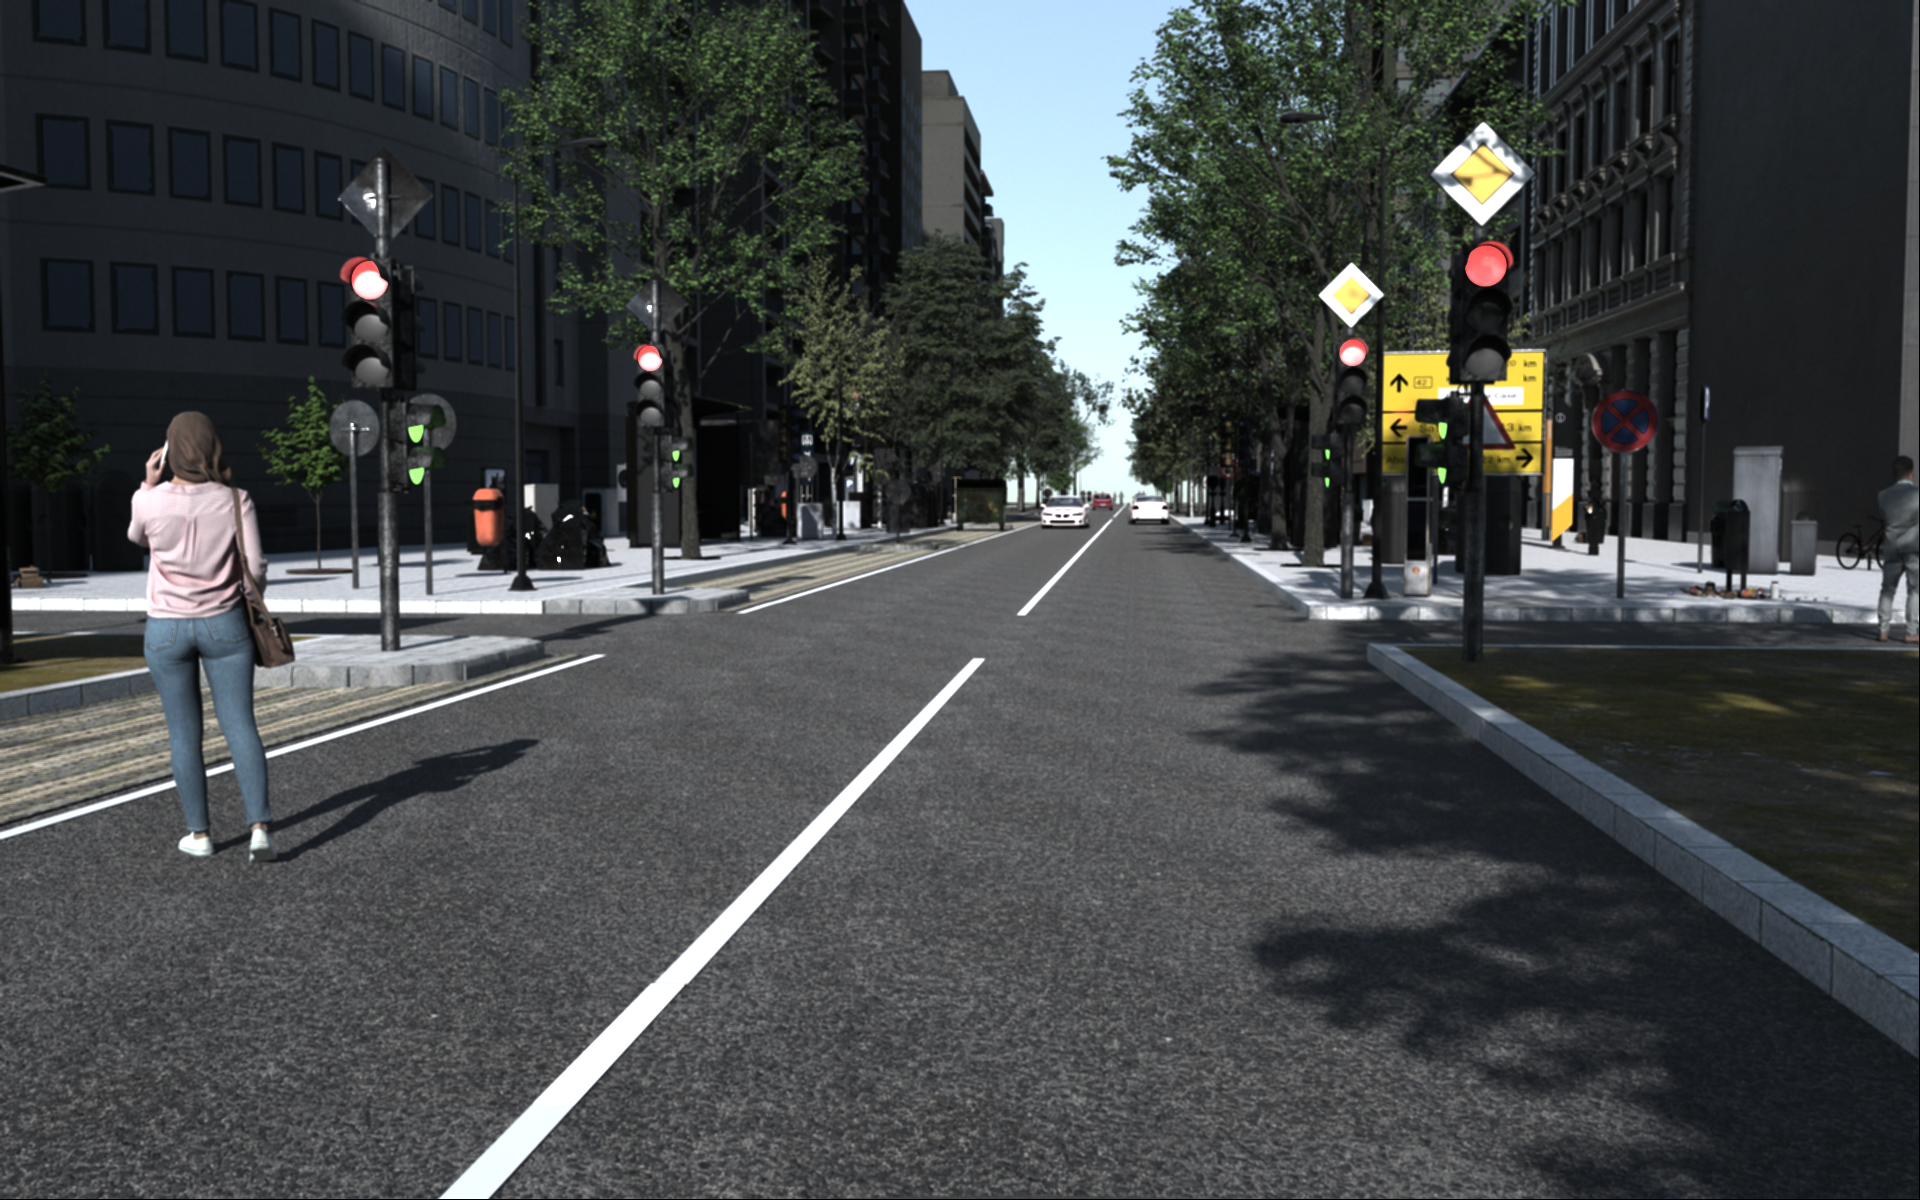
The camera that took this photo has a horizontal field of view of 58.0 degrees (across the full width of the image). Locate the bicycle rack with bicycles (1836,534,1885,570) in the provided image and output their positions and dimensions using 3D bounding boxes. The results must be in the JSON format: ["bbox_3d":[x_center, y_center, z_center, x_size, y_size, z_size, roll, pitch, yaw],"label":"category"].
[{"bbox_3d":[16.197,-0.911,28.284,2.852,0.926,2.925,0,4,-3],"label":"bicycle rack with bicycles"}]

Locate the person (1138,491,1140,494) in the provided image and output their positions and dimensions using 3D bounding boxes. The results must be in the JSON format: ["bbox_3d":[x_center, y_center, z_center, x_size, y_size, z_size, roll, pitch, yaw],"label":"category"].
[{"bbox_3d":[23.881,-13.596,230.878,1.350,1.814,0.705,0,4,1],"label":"person"}]

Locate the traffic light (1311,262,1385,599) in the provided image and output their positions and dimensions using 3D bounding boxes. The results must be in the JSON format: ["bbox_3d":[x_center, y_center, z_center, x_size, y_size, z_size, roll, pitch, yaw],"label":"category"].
[{"bbox_3d":[4.731,-1.972,21.156,0.839,4.253,0.868,0,4,6],"label":"traffic light"}]

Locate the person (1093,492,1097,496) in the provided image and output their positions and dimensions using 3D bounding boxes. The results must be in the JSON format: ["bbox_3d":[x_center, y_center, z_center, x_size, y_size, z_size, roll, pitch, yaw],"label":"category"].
[{"bbox_3d":[18.738,-13.986,237.990,1.217,1.723,0.721,-2,4,-29],"label":"person"}]

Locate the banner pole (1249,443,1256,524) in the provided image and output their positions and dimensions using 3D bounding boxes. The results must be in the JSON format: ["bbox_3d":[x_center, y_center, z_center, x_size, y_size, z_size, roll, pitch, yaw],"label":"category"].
[{"bbox_3d":[12.450,-5.147,74.165,0.401,3.779,0.863,-2,4,-33],"label":"banner pole"}]

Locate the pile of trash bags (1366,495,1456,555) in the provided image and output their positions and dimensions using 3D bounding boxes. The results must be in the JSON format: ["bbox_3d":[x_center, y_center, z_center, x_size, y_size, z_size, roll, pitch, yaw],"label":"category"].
[{"bbox_3d":[9.879,-1.706,37.649,1.912,1.369,3.447,0,4,6],"label":"pile of trash bags"}]

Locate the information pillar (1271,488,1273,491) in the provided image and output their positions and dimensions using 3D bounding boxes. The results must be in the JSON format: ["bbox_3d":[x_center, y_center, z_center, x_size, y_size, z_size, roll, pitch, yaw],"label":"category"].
[{"bbox_3d":[11.725,-3.673,64.545,0.304,2.012,0.304,3,4,36],"label":"information pillar"}]

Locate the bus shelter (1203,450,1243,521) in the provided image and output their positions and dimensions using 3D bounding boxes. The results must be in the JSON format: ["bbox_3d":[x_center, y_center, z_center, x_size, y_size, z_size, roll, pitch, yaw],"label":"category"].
[{"bbox_3d":[12.181,-5.224,79.335,2.014,3.302,5.546,0,4,6],"label":"bus shelter"}]

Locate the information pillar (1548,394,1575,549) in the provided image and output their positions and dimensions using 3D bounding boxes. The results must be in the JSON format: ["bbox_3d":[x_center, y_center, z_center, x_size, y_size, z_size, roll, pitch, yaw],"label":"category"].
[{"bbox_3d":[14.087,-3.007,40.518,0.504,3.616,0.183,0,4,-1],"label":"information pillar"}]

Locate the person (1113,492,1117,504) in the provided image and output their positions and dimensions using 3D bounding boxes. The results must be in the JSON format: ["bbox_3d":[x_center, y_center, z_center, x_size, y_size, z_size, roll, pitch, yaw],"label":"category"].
[{"bbox_3d":[22.233,-14.572,247.277,0.750,1.759,0.617,3,5,40],"label":"person"}]

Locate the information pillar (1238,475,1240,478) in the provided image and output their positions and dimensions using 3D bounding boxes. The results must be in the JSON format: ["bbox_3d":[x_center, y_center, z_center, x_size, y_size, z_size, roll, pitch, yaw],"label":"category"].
[{"bbox_3d":[10.783,-3.760,65.964,0.304,2.012,0.304,3,4,38],"label":"information pillar"}]

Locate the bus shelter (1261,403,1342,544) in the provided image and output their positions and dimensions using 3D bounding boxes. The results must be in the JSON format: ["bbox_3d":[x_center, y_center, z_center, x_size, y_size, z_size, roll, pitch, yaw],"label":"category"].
[{"bbox_3d":[9.350,-3.443,47.581,1.731,3.624,6.357,0,4,6],"label":"bus shelter"}]

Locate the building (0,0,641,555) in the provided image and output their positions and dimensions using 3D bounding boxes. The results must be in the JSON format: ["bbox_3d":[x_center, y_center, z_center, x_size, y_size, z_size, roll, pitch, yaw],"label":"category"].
[{"bbox_3d":[-23.133,-30.898,47.189,21.231,58.520,28.212,0,4,6],"label":"building"}]

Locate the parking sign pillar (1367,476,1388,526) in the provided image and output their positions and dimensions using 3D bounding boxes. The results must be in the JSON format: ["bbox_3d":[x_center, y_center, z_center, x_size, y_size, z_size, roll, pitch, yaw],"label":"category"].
[{"bbox_3d":[17.362,-5.024,70.615,1.447,3.967,1.447,2,4,34],"label":"parking sign pillar"}]

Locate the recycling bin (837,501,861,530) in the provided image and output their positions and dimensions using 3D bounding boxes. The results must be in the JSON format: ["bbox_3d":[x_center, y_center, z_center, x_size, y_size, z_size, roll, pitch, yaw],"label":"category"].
[{"bbox_3d":[-4.044,-3.038,62.227,0.722,1.027,0.722,-2,4,-33],"label":"recycling bin"}]

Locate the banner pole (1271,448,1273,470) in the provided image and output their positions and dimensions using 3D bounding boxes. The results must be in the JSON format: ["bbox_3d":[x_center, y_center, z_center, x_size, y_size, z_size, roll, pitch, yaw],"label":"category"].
[{"bbox_3d":[14.553,-5.580,81.249,0.863,3.779,0.401,-1,4,-8],"label":"banner pole"}]

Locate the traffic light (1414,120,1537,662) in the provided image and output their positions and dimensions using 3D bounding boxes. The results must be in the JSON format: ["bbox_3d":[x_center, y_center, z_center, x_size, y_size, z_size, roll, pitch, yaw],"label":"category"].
[{"bbox_3d":[3.924,-1.486,13.212,0.839,4.253,0.868,0,4,6],"label":"traffic light"}]

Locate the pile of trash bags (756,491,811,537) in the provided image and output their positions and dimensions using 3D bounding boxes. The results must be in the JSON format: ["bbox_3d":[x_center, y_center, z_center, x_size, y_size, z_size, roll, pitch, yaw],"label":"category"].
[{"bbox_3d":[-5.302,-2.650,53.086,1.912,1.369,3.447,0,4,-7],"label":"pile of trash bags"}]

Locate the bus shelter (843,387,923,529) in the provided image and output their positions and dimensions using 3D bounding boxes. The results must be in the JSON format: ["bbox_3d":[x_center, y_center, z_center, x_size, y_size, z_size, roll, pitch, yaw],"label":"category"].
[{"bbox_3d":[-3.049,-5.506,67.648,2.179,5.291,8.768,0,4,6],"label":"bus shelter"}]

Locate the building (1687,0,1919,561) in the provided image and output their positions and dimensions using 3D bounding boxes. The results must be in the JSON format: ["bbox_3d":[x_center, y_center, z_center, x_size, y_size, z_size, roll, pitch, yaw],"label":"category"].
[{"bbox_3d":[30.078,-14.842,36.178,24.014,27.812,14.314,0,4,6],"label":"building"}]

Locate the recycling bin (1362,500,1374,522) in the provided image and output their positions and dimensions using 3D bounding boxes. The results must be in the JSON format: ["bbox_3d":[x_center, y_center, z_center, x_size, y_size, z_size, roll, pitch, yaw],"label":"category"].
[{"bbox_3d":[18.928,-4.086,79.353,0.722,1.027,0.722,-1,4,-20],"label":"recycling bin"}]

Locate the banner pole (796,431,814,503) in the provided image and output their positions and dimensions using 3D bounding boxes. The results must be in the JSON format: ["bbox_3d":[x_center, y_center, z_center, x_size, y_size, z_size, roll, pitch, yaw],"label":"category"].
[{"bbox_3d":[-5.496,-4.321,60.664,0.863,3.779,0.401,1,4,11],"label":"banner pole"}]

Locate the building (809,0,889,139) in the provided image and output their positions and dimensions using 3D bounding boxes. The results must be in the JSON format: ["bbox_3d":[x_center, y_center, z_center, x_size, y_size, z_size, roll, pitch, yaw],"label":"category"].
[{"bbox_3d":[-17.456,-29.337,134.288,22.147,44.769,28.867,0,4,6],"label":"building"}]

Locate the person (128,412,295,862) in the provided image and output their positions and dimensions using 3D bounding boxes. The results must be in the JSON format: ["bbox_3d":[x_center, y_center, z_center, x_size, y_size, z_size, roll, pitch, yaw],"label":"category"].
[{"bbox_3d":[-2.914,0.142,6.770,0.593,1.750,0.643,-2,4,-25],"label":"person"}]

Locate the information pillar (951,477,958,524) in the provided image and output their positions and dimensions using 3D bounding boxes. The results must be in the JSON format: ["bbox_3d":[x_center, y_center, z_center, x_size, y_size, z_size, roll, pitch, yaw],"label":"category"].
[{"bbox_3d":[-0.172,-4.312,74.988,0.304,2.012,0.304,-3,4,-38],"label":"information pillar"}]

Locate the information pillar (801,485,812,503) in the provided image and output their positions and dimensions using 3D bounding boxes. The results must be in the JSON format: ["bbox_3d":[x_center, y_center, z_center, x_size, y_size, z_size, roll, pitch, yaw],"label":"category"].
[{"bbox_3d":[-5.762,-3.711,65.163,0.304,2.012,0.304,2,4,31],"label":"information pillar"}]

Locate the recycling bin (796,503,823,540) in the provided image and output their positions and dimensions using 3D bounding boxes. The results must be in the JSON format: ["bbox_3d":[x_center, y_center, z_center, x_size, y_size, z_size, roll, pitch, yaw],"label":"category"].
[{"bbox_3d":[-4.242,-2.217,48.810,0.722,1.027,0.722,-1,4,-9],"label":"recycling bin"}]

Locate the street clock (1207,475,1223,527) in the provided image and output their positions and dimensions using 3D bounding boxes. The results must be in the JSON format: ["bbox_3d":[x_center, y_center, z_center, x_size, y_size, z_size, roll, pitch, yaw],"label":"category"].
[{"bbox_3d":[9.816,-3.832,67.228,0.358,2.002,0.471,-2,4,-26],"label":"street clock"}]

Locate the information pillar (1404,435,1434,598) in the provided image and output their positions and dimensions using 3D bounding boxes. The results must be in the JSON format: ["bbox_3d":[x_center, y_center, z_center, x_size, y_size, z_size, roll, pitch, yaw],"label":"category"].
[{"bbox_3d":[5.716,-1.045,21.576,0.304,2.012,0.304,2,4,24],"label":"information pillar"}]

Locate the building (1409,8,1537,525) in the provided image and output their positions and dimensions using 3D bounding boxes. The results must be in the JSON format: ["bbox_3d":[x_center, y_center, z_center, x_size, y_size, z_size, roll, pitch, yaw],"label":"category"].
[{"bbox_3d":[29.875,-15.907,79.140,14.314,24.678,30.058,0,4,6],"label":"building"}]

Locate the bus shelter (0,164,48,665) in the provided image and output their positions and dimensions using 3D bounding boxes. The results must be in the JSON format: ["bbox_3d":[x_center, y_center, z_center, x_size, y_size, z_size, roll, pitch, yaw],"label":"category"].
[{"bbox_3d":[-7.925,-1.144,9.995,1.731,3.624,6.357,0,4,6],"label":"bus shelter"}]

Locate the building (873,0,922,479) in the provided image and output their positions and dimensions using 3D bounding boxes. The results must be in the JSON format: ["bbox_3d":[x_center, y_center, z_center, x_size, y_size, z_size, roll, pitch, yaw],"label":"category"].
[{"bbox_3d":[-11.117,-30.894,155.233,14.600,45.320,14.200,0,4,6],"label":"building"}]

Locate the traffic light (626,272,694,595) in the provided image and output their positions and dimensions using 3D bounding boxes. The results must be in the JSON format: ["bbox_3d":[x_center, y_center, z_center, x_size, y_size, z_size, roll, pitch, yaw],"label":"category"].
[{"bbox_3d":[-3.838,-2.024,22.007,0.839,4.253,0.868,0,4,6],"label":"traffic light"}]

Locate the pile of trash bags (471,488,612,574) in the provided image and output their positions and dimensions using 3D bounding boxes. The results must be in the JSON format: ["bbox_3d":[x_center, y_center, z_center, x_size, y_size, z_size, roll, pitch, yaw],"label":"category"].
[{"bbox_3d":[-7.274,-1.189,29.191,1.912,1.369,3.447,1,4,10],"label":"pile of trash bags"}]

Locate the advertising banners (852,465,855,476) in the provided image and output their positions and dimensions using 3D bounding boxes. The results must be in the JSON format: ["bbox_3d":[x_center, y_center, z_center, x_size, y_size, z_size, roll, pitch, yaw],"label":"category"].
[{"bbox_3d":[-5.020,-6.030,94.778,2.074,3.025,0.090,-2,4,-30],"label":"advertising banners"}]

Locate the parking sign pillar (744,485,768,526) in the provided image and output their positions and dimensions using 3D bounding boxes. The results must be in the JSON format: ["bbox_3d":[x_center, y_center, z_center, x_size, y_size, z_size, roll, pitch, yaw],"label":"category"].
[{"bbox_3d":[-7.985,-4.977,69.852,1.447,3.967,1.447,-1,4,-10],"label":"parking sign pillar"}]

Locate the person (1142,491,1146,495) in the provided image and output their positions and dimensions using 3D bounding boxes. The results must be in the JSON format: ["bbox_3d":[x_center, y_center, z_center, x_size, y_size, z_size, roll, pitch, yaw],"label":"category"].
[{"bbox_3d":[25.179,-14.022,237.891,1.348,1.807,0.705,-1,4,-9],"label":"person"}]

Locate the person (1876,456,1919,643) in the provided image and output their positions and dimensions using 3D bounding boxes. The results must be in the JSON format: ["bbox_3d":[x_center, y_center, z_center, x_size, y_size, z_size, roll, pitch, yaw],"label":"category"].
[{"bbox_3d":[9.173,-0.495,16.780,0.511,1.800,0.466,3,4,36],"label":"person"}]

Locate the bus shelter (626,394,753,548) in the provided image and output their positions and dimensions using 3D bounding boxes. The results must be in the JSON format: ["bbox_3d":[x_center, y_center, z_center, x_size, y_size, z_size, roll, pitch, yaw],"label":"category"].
[{"bbox_3d":[-6.779,-3.225,44.011,1.731,3.624,6.357,0,4,6],"label":"bus shelter"}]

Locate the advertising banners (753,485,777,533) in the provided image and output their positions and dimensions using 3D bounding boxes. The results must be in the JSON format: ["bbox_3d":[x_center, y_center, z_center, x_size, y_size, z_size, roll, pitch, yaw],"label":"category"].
[{"bbox_3d":[-6.523,-3.804,58.377,0.090,3.025,2.074,1,4,17],"label":"advertising banners"}]

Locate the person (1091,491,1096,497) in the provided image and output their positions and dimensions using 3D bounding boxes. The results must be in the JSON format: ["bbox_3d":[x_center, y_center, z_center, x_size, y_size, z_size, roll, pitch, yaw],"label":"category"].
[{"bbox_3d":[15.924,-12.031,205.741,0.750,1.759,0.617,0,4,-1],"label":"person"}]

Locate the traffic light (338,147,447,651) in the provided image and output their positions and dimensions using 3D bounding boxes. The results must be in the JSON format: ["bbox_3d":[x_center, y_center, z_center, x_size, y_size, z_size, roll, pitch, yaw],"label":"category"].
[{"bbox_3d":[-4.645,-1.538,14.063,0.839,4.253,0.868,0,4,6],"label":"traffic light"}]

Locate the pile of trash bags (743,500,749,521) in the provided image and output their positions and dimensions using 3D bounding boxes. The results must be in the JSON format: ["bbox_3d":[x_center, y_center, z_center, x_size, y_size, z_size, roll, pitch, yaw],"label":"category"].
[{"bbox_3d":[-9.099,-4.064,76.199,3.447,1.369,1.912,1,4,20],"label":"pile of trash bags"}]

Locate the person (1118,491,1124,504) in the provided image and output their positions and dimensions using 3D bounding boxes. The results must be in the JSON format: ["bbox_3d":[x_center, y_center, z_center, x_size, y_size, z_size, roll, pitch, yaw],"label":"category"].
[{"bbox_3d":[22.302,-14.139,239.755,0.705,1.814,1.350,-2,4,-34],"label":"person"}]

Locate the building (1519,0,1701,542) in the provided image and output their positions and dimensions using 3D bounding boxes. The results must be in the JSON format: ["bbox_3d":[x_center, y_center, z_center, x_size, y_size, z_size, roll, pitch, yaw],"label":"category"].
[{"bbox_3d":[25.011,-13.790,54.340,11.050,23.489,19.941,0,4,6],"label":"building"}]

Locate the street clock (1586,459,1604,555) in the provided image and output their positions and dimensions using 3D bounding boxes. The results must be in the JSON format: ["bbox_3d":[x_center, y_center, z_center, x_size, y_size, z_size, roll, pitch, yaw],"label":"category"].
[{"bbox_3d":[13.288,-1.938,36.264,0.358,2.002,0.471,2,4,26],"label":"street clock"}]

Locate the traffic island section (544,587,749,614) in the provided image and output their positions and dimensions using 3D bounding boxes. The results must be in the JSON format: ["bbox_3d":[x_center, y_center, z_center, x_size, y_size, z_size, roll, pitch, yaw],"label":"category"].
[{"bbox_3d":[-3.877,0.008,22.146,2.009,0.180,2.903,0,4,6],"label":"traffic island section"}]

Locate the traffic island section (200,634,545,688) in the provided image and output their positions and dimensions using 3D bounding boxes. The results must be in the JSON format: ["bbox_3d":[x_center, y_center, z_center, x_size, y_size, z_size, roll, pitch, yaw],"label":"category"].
[{"bbox_3d":[-4.684,0.494,14.201,2.009,0.180,2.903,0,4,6],"label":"traffic island section"}]

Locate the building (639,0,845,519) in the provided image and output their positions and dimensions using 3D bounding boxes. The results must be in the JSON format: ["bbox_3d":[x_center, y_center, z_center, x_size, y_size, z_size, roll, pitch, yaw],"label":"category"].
[{"bbox_3d":[-18.222,-41.008,108.739,20.563,71.187,20.611,0,4,6],"label":"building"}]

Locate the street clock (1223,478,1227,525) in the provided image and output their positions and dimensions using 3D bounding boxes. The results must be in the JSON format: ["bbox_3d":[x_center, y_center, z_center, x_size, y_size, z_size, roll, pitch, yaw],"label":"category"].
[{"bbox_3d":[10.987,-4.156,72.522,0.358,2.002,0.471,1,4,17],"label":"street clock"}]
